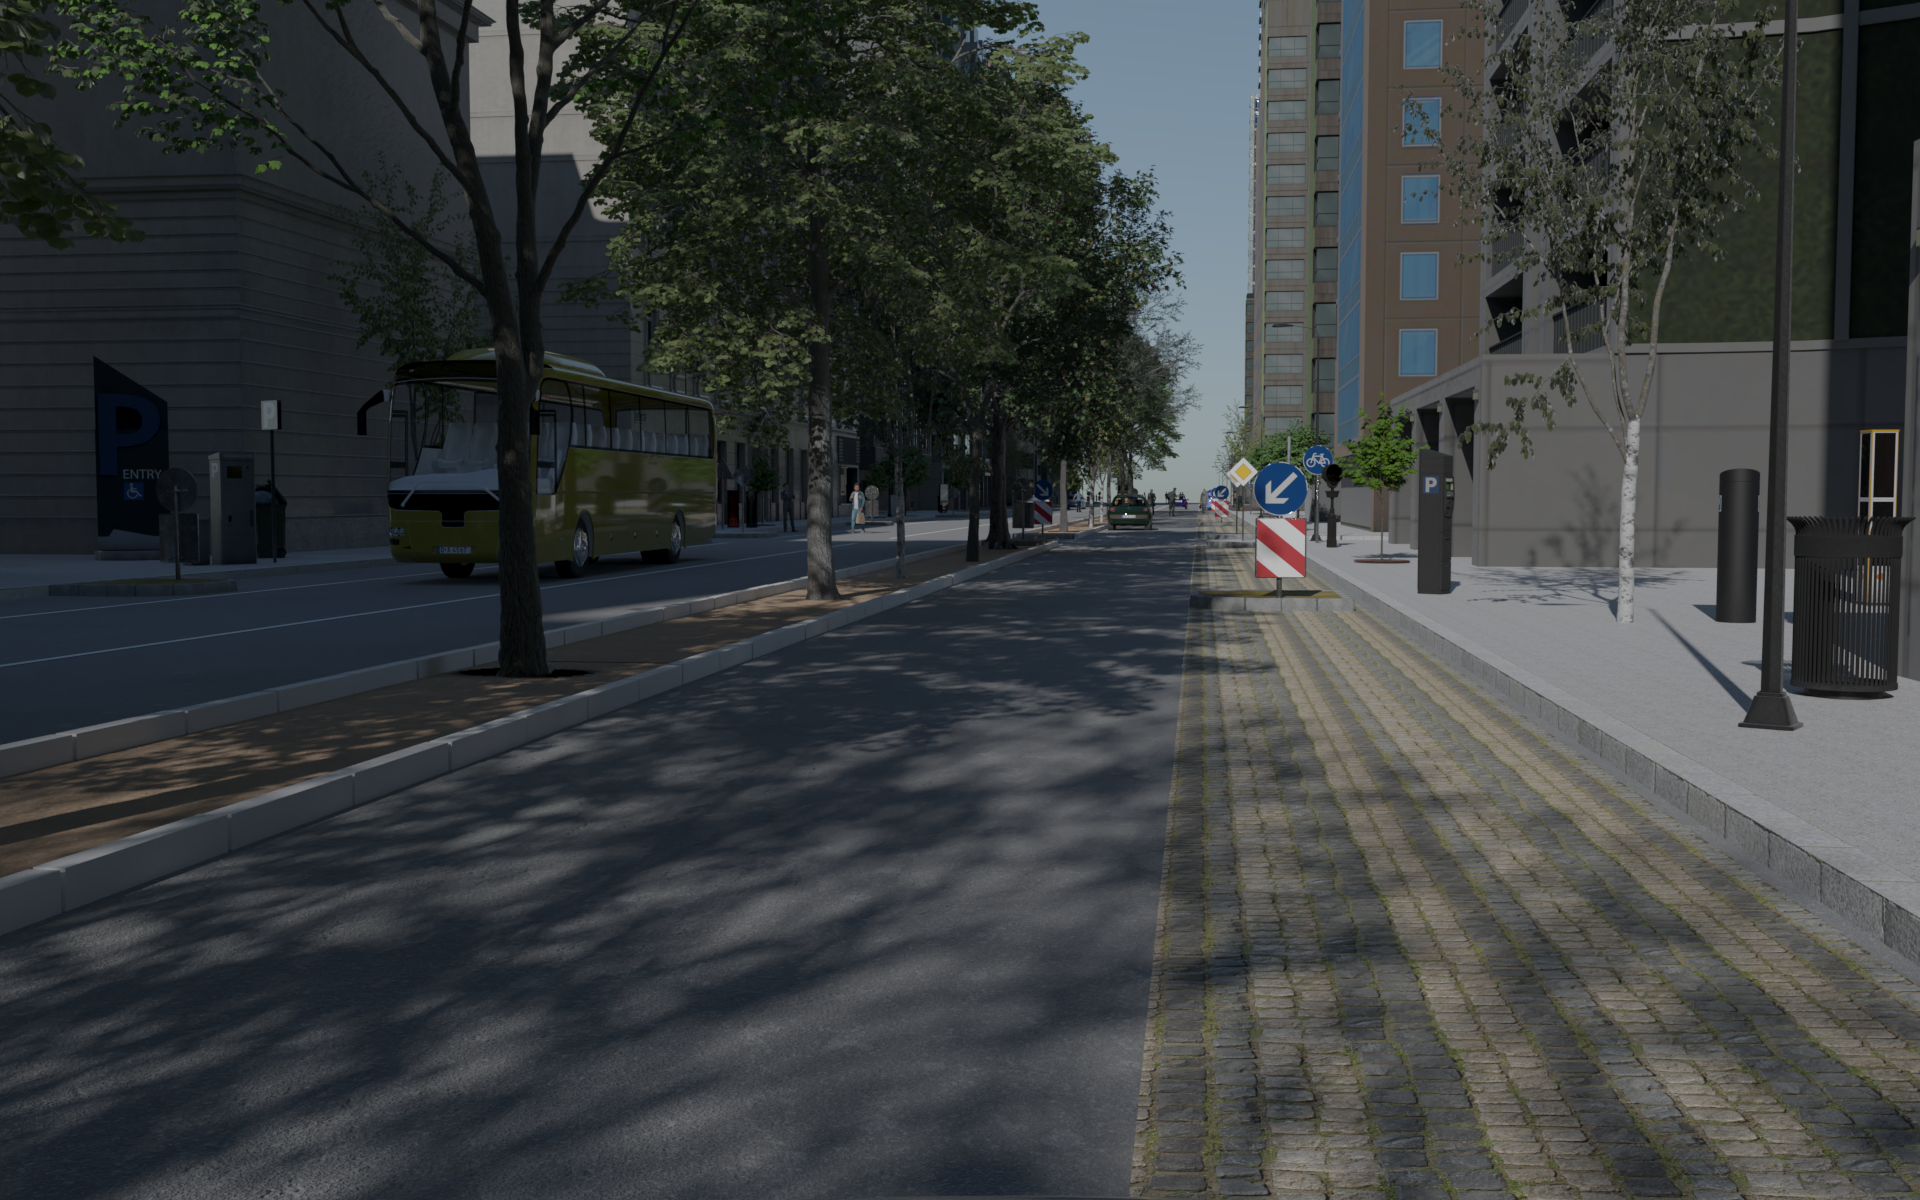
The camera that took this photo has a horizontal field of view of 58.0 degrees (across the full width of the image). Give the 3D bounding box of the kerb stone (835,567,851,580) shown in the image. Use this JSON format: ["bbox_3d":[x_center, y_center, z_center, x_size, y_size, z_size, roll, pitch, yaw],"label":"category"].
[{"bbox_3d":[-2.035,-0.420,29.067,0.120,0.150,1.000,0,4,8],"label":"kerb stone"}]

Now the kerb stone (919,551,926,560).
[{"bbox_3d":[-0.913,-0.915,37.206,0.120,0.150,1.000,0,4,8],"label":"kerb stone"}]

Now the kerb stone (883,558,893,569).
[{"bbox_3d":[-1.483,-0.669,33.128,0.120,0.150,1.000,0,4,8],"label":"kerb stone"}]

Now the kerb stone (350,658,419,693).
[{"bbox_3d":[-4.306,0.573,12.830,0.120,0.150,1.000,0,4,8],"label":"kerb stone"}]

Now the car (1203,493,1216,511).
[{"bbox_3d":[22.039,-8.641,150.866,1.945,1.707,3.694,1,4,8],"label":"car"}]

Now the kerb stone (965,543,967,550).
[{"bbox_3d":[0.073,-1.347,44.317,0.120,0.150,1.000,0,4,8],"label":"kerb stone"}]

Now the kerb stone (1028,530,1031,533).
[{"bbox_3d":[2.253,-2.317,60.086,0.120,0.150,1.000,0,4,8],"label":"kerb stone"}]

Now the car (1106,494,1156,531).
[{"bbox_3d":[6.821,-3.644,69.368,2.009,1.686,4.222,0,4,7],"label":"car"}]

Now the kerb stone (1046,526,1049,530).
[{"bbox_3d":[3.238,-2.753,67.211,0.120,0.150,1.000,0,4,8],"label":"kerb stone"}]

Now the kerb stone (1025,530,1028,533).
[{"bbox_3d":[2.120,-2.251,59.073,0.120,0.150,1.000,0,4,8],"label":"kerb stone"}]

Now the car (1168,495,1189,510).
[{"bbox_3d":[20.378,-9.118,161.658,1.945,1.354,3.894,0,4,8],"label":"car"}]

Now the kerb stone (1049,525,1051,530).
[{"bbox_3d":[3.388,-2.815,68.224,0.120,0.150,1.000,0,4,8],"label":"kerb stone"}]

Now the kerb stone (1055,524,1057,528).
[{"bbox_3d":[3.806,-3.002,71.280,0.120,0.150,1.000,0,4,8],"label":"kerb stone"}]

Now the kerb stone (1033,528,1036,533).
[{"bbox_3d":[2.536,-2.442,62.119,0.120,0.150,1.000,0,4,8],"label":"kerb stone"}]

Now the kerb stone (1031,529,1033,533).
[{"bbox_3d":[2.394,-2.378,61.102,0.120,0.150,1.000,0,4,8],"label":"kerb stone"}]

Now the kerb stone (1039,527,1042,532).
[{"bbox_3d":[2.822,-2.566,64.152,0.120,0.150,1.000,0,4,8],"label":"kerb stone"}]

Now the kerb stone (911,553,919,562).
[{"bbox_3d":[-1.052,-0.856,36.193,0.120,0.150,1.000,0,4,8],"label":"kerb stone"}]

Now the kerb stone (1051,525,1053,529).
[{"bbox_3d":[3.532,-2.877,69.244,0.120,0.150,1.000,0,4,8],"label":"kerb stone"}]

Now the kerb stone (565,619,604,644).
[{"bbox_3d":[-3.727,0.326,16.888,0.120,0.150,1.000,0,4,8],"label":"kerb stone"}]

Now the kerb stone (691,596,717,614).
[{"bbox_3d":[-3.170,0.076,20.947,0.120,0.150,1.000,0,4,8],"label":"kerb stone"}]

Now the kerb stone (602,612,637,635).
[{"bbox_3d":[-3.581,0.263,17.900,0.120,0.150,1.000,0,4,8],"label":"kerb stone"}]

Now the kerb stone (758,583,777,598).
[{"bbox_3d":[-2.745,-0.109,23.984,0.120,0.150,1.000,0,4,8],"label":"kerb stone"}]

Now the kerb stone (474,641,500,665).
[{"bbox_3d":[-4.009,0.451,14.855,0.120,0.150,1.000,0,4,8],"label":"kerb stone"}]

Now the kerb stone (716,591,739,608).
[{"bbox_3d":[-3.026,0.016,21.959,0.120,0.150,1.000,0,4,8],"label":"kerb stone"}]

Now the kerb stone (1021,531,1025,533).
[{"bbox_3d":[1.979,-2.190,58.057,0.120,0.150,1.000,0,4,8],"label":"kerb stone"}]

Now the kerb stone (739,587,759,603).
[{"bbox_3d":[-2.882,-0.046,22.971,0.120,0.150,1.000,0,4,8],"label":"kerb stone"}]

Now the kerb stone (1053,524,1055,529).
[{"bbox_3d":[3.658,-2.940,70.266,0.120,0.150,1.000,0,4,8],"label":"kerb stone"}]

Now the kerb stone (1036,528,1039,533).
[{"bbox_3d":[2.687,-2.504,63.132,0.120,0.150,1.000,0,4,8],"label":"kerb stone"}]

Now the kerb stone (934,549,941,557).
[{"bbox_3d":[-0.630,-1.043,39.242,0.120,0.150,1.000,0,4,8],"label":"kerb stone"}]

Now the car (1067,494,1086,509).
[{"bbox_3d":[10.937,-9.279,163.710,2.014,1.417,4.499,0,4,8],"label":"car"}]

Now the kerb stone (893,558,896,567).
[{"bbox_3d":[-1.345,-0.731,34.141,0.120,0.150,1.000,0,4,8],"label":"kerb stone"}]

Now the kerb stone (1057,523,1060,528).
[{"bbox_3d":[3.952,-3.060,72.292,0.120,0.150,1.000,0,4,8],"label":"kerb stone"}]

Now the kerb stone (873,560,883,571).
[{"bbox_3d":[-1.628,-0.606,32.114,0.120,0.150,1.000,0,4,8],"label":"kerb stone"}]

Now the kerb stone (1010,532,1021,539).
[{"bbox_3d":[1.831,-2.131,57.040,0.120,0.150,1.000,0,4,8],"label":"kerb stone"}]

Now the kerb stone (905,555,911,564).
[{"bbox_3d":[-1.194,-0.793,35.168,0.120,0.150,1.000,0,4,8],"label":"kerb stone"}]

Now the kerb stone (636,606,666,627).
[{"bbox_3d":[-3.456,0.200,18.923,0.120,0.150,1.000,0,4,8],"label":"kerb stone"}]

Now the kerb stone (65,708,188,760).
[{"bbox_3d":[-4.717,0.760,9.769,0.120,0.150,1.000,0,4,8],"label":"kerb stone"}]

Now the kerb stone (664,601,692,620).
[{"bbox_3d":[-3.314,0.138,19.935,0.120,0.150,1.000,0,4,8],"label":"kerb stone"}]

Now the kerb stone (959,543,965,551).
[{"bbox_3d":[-0.069,-1.289,43.302,0.120,0.150,1.000,0,4,8],"label":"kerb stone"}]

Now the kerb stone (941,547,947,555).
[{"bbox_3d":[-0.495,-1.103,40.260,0.120,0.150,1.000,0,4,8],"label":"kerb stone"}]

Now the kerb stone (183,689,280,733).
[{"bbox_3d":[-4.576,0.702,10.790,0.120,0.150,1.000,0,4,8],"label":"kerb stone"}]

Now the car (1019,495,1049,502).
[{"bbox_3d":[5.173,-6.531,119.148,2.083,1.381,4.827,0,4,8],"label":"car"}]

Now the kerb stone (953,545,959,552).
[{"bbox_3d":[-0.210,-1.229,42.284,0.120,0.150,1.000,0,4,8],"label":"kerb stone"}]

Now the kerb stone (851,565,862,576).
[{"bbox_3d":[-1.908,-0.479,30.082,0.120,0.150,1.000,0,4,8],"label":"kerb stone"}]

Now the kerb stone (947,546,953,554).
[{"bbox_3d":[-0.354,-1.158,41.272,0.120,0.150,1.000,0,4,8],"label":"kerb stone"}]

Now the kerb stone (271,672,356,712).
[{"bbox_3d":[-4.434,0.635,11.808,0.120,0.150,1.000,0,4,8],"label":"kerb stone"}]

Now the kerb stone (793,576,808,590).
[{"bbox_3d":[-2.462,-0.230,26.012,0.120,0.150,1.000,0,4,8],"label":"kerb stone"}]

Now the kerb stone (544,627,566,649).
[{"bbox_3d":[-3.871,0.387,15.868,0.120,0.150,1.000,0,4,8],"label":"kerb stone"}]

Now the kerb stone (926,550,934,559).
[{"bbox_3d":[-0.773,-0.980,38.224,0.120,0.150,1.000,0,4,8],"label":"kerb stone"}]

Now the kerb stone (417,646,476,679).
[{"bbox_3d":[-4.158,0.511,13.843,0.120,0.150,1.000,0,4,8],"label":"kerb stone"}]

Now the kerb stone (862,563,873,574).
[{"bbox_3d":[-1.761,-0.545,31.099,0.120,0.150,1.000,0,4,8],"label":"kerb stone"}]

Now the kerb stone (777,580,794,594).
[{"bbox_3d":[-2.606,-0.164,25.000,0.120,0.150,1.000,0,4,8],"label":"kerb stone"}]

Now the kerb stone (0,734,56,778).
[{"bbox_3d":[-4.864,0.824,8.758,0.120,0.150,1.000,0,4,8],"label":"kerb stone"}]

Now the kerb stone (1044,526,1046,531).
[{"bbox_3d":[3.097,-2.690,66.182,0.120,0.150,1.000,0,4,8],"label":"kerb stone"}]
